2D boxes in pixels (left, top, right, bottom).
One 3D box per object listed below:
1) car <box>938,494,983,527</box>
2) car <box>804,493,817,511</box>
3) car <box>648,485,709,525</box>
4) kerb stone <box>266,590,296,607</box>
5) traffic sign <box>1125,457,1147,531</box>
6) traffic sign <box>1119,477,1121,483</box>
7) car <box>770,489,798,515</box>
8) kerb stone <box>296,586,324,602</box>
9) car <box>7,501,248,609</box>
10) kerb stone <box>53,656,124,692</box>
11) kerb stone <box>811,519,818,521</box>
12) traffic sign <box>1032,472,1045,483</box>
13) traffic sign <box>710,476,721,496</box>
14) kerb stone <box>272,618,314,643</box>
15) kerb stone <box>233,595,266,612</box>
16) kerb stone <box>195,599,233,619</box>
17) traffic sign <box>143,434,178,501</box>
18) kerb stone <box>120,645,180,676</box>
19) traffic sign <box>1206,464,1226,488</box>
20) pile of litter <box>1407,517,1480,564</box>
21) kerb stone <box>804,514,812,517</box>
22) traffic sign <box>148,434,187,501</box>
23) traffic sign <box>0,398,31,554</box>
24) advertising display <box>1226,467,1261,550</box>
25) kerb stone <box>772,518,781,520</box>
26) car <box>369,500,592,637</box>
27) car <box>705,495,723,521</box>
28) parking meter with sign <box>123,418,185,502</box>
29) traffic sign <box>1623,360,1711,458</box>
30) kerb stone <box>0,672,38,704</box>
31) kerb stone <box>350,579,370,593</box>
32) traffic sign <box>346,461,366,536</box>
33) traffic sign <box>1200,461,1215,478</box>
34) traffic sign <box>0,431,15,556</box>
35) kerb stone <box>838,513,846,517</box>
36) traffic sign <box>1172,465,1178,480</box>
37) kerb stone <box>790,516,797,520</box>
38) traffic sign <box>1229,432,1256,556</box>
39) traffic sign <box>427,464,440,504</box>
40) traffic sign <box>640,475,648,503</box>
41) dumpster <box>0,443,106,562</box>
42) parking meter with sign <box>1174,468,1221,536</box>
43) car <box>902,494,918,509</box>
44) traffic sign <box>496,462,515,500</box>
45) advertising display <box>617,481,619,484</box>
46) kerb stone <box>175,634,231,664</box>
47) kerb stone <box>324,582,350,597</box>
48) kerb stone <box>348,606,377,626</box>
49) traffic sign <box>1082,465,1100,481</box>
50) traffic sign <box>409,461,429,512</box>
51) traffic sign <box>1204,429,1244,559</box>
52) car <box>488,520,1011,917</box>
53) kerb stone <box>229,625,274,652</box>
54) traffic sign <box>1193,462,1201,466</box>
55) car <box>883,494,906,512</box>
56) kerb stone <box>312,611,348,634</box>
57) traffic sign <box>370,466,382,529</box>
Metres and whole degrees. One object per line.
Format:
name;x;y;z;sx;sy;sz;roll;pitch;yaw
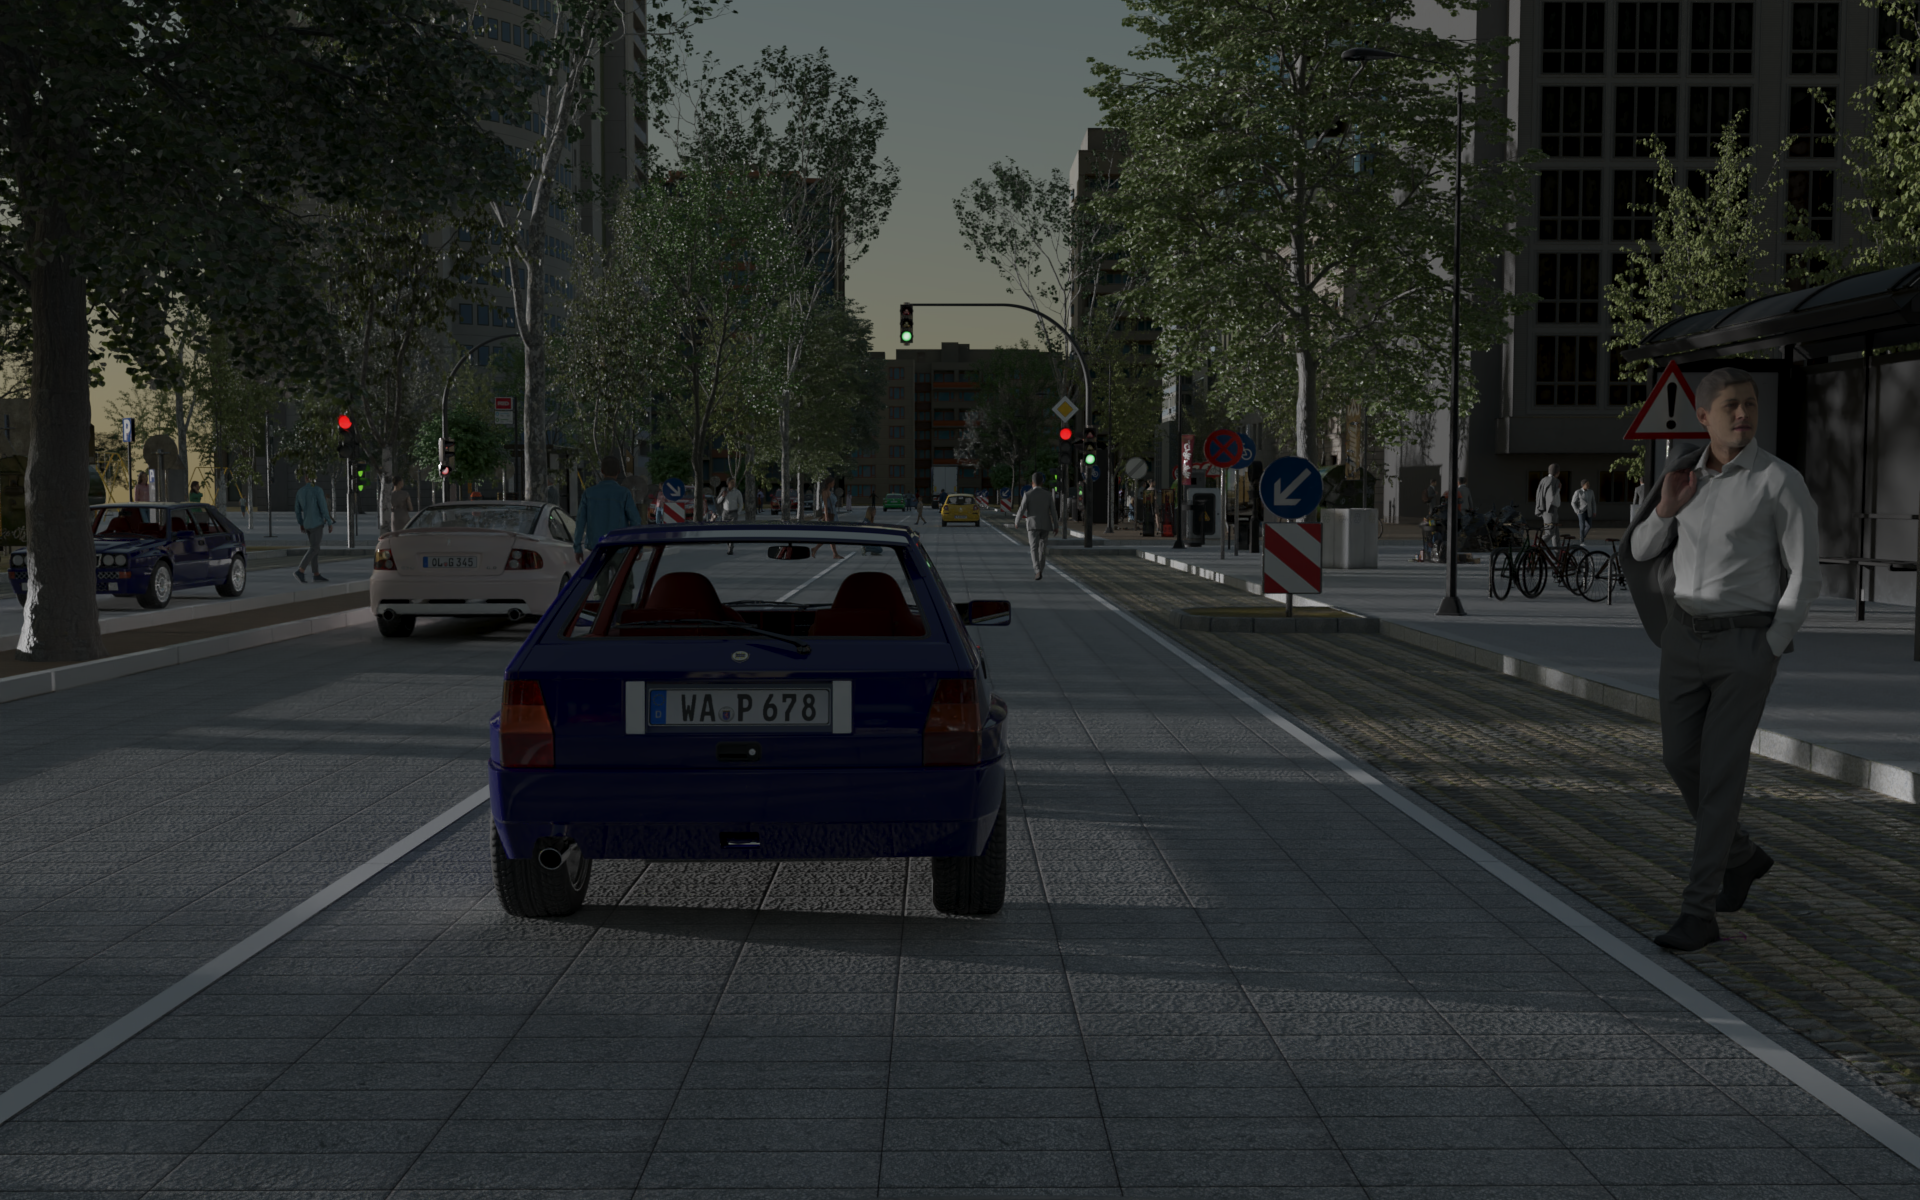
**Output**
car;0.040;-4.093;77.145;2.015;1.641;3.980;0;4;0
car;-11.703;-7.589;133.868;2.009;1.686;4.222;0;4;-2
car;-11.480;-3.795;70.720;2.281;1.827;5.304;0;4;-2
kerb stone;-8.814;-0.003;22.260;0.120;0.150;1.000;0;4;-1
traffic sign;6.112;-3.675;60.185;0.768;2.556;0.104;0;4;3
traffic sign;9.319;-6.386;104.516;0.768;2.556;0.104;0;4;5
car;-11.933;-6.783;119.574;2.281;1.827;5.304;0;4;-2
kerb stone;-8.820;-0.067;23.288;0.120;0.150;1.000;0;4;-1
car;-10.873;-0.628;22.844;1.945;1.354;3.894;0;4;-2
kerb stone;-6.611;0.561;13.028;0.120;0.150;1.000;0;4;-1
kerb stone;-7.332;-3.982;87.377;0.120;0.150;1.000;0;4;-1
traffic sign;4.525;-6.082;99.546;0.768;2.556;0.104;0;4;6
traffic sign;-17.121;-7.399;121.080;0.768;2.556;0.104;0;3;0
kerb stone;-6.661;0.310;17.127;0.120;0.150;1.000;0;4;-1
kerb stone;-8.796;0.059;21.239;0.120;0.150;1.000;0;4;-1
kerb stone;-8.783;0.121;20.213;0.120;0.150;1.000;0;4;-1
traffic sign;-17.053;-2.254;36.952;0.768;2.556;0.104;0;4;2
kerb stone;-6.632;0.501;14.050;0.120;0.150;1.000;0;4;-1
traffic sign;8.008;-3.293;53.843;0.884;2.594;0.081;1;4;8
pile of litter;9.071;-1.134;32.500;1.176;0.858;1.719;0;4;-4
kerb stone;-9.650;-5.362;109.898;0.120;0.150;1.000;0;4;-1
traffic sign;-17.174;-2.295;37.521;0.884;2.594;0.081;0;4;8
traffic sign;-20.582;-2.629;36.850;2.265;3.308;0.079;0;4;0
advertising display;6.492;-2.108;39.687;0.123;1.923;0.974;-3;5;-39
kerb stone;-9.451;-4.111;89.410;0.120;0.150;1.000;0;4;-1
car;-4.937;-0.390;18.745;2.083;1.381;4.827;0;4;-2
car;-11.671;-4.021;77.753;2.014;1.417;4.499;0;4;-1
parking meter with sign;-18.426;-2.693;40.284;1.738;3.016;0.543;-3;5;-44
traffic sign;6.909;-1.033;16.889;0.884;2.594;0.081;0;4;7
kerb stone;-6.612;0.623;12.005;0.120;0.150;1.000;0;4;-1
kerb stone;-8.839;-0.193;25.346;0.120;0.150;1.000;0;4;-1
traffic sign;-18.457;-3.107;52.933;0.606;2.300;0.079;0;4;3
traffic sign;9.487;-4.043;66.209;0.768;2.556;0.104;0;4;4
traffic sign;-19.783;-2.191;35.826;0.884;2.594;0.081;0;3;0
kerb stone;-7.559;-5.420;110.960;0.120;0.150;1.000;0;4;-1
traffic sign;9.485;-4.545;74.418;0.768;2.556;0.104;0;4;3
kerb stone;-9.550;-4.737;99.657;0.120;0.150;1.000;0;4;-1
traffic sign;5.737;-2.188;35.888;0.768;2.556;0.104;0;4;2
traffic sign;-21.429;-4.306;70.508;0.768;2.556;0.104;0;4;1
traffic sign;-20.888;-6.967;114.012;0.768;2.556;0.104;0;4;6
dumpster;-17.027;-1.810;32.091;1.502;2.255;1.985;0;4;-1
parking meter with sign;7.195;-3.485;53.247;1.738;3.016;0.543;1;4;9
car;-4.896;-9.326;164.481;2.014;1.417;4.499;0;4;-1
traffic sign;-16.588;-3.852;63.082;0.768;2.556;0.104;0;4;7
advertising display;-17.316;-5.017;87.241;0.123;1.923;0.974;0;4;1
kerb stone;-6.638;0.435;15.079;0.120;0.150;1.000;0;4;-1
kerb stone;-8.834;-0.130;24.314;0.120;0.150;1.000;0;4;-1
kerb stone;-6.680;0.185;19.177;0.120;0.150;1.000;0;4;-1
traffic sign;5.400;-4.363;71.448;0.768;2.556;0.104;0;4;7
traffic sign;-21.087;-4.123;67.517;0.768;2.556;0.104;0;4;2
traffic sign;5.156;-2.069;33.926;0.768;2.556;0.104;1;4;9
car;-0.732;0.327;7.231;1.945;1.354;3.894;0;4;-1
kerb stone;-6.655;0.372;16.105;0.120;0.150;1.000;0;4;-1
traffic sign;9.529;-4.260;69.755;0.768;2.556;0.104;0;4;8
car;-5.355;-8.115;141.468;1.959;1.807;4.718;0;4;-1
kerb stone;-6.671;0.247;18.152;0.120;0.150;1.000;0;4;-1
traffic sign;-21.130;-3.717;62.907;0.606;2.300;0.079;0;4;7
